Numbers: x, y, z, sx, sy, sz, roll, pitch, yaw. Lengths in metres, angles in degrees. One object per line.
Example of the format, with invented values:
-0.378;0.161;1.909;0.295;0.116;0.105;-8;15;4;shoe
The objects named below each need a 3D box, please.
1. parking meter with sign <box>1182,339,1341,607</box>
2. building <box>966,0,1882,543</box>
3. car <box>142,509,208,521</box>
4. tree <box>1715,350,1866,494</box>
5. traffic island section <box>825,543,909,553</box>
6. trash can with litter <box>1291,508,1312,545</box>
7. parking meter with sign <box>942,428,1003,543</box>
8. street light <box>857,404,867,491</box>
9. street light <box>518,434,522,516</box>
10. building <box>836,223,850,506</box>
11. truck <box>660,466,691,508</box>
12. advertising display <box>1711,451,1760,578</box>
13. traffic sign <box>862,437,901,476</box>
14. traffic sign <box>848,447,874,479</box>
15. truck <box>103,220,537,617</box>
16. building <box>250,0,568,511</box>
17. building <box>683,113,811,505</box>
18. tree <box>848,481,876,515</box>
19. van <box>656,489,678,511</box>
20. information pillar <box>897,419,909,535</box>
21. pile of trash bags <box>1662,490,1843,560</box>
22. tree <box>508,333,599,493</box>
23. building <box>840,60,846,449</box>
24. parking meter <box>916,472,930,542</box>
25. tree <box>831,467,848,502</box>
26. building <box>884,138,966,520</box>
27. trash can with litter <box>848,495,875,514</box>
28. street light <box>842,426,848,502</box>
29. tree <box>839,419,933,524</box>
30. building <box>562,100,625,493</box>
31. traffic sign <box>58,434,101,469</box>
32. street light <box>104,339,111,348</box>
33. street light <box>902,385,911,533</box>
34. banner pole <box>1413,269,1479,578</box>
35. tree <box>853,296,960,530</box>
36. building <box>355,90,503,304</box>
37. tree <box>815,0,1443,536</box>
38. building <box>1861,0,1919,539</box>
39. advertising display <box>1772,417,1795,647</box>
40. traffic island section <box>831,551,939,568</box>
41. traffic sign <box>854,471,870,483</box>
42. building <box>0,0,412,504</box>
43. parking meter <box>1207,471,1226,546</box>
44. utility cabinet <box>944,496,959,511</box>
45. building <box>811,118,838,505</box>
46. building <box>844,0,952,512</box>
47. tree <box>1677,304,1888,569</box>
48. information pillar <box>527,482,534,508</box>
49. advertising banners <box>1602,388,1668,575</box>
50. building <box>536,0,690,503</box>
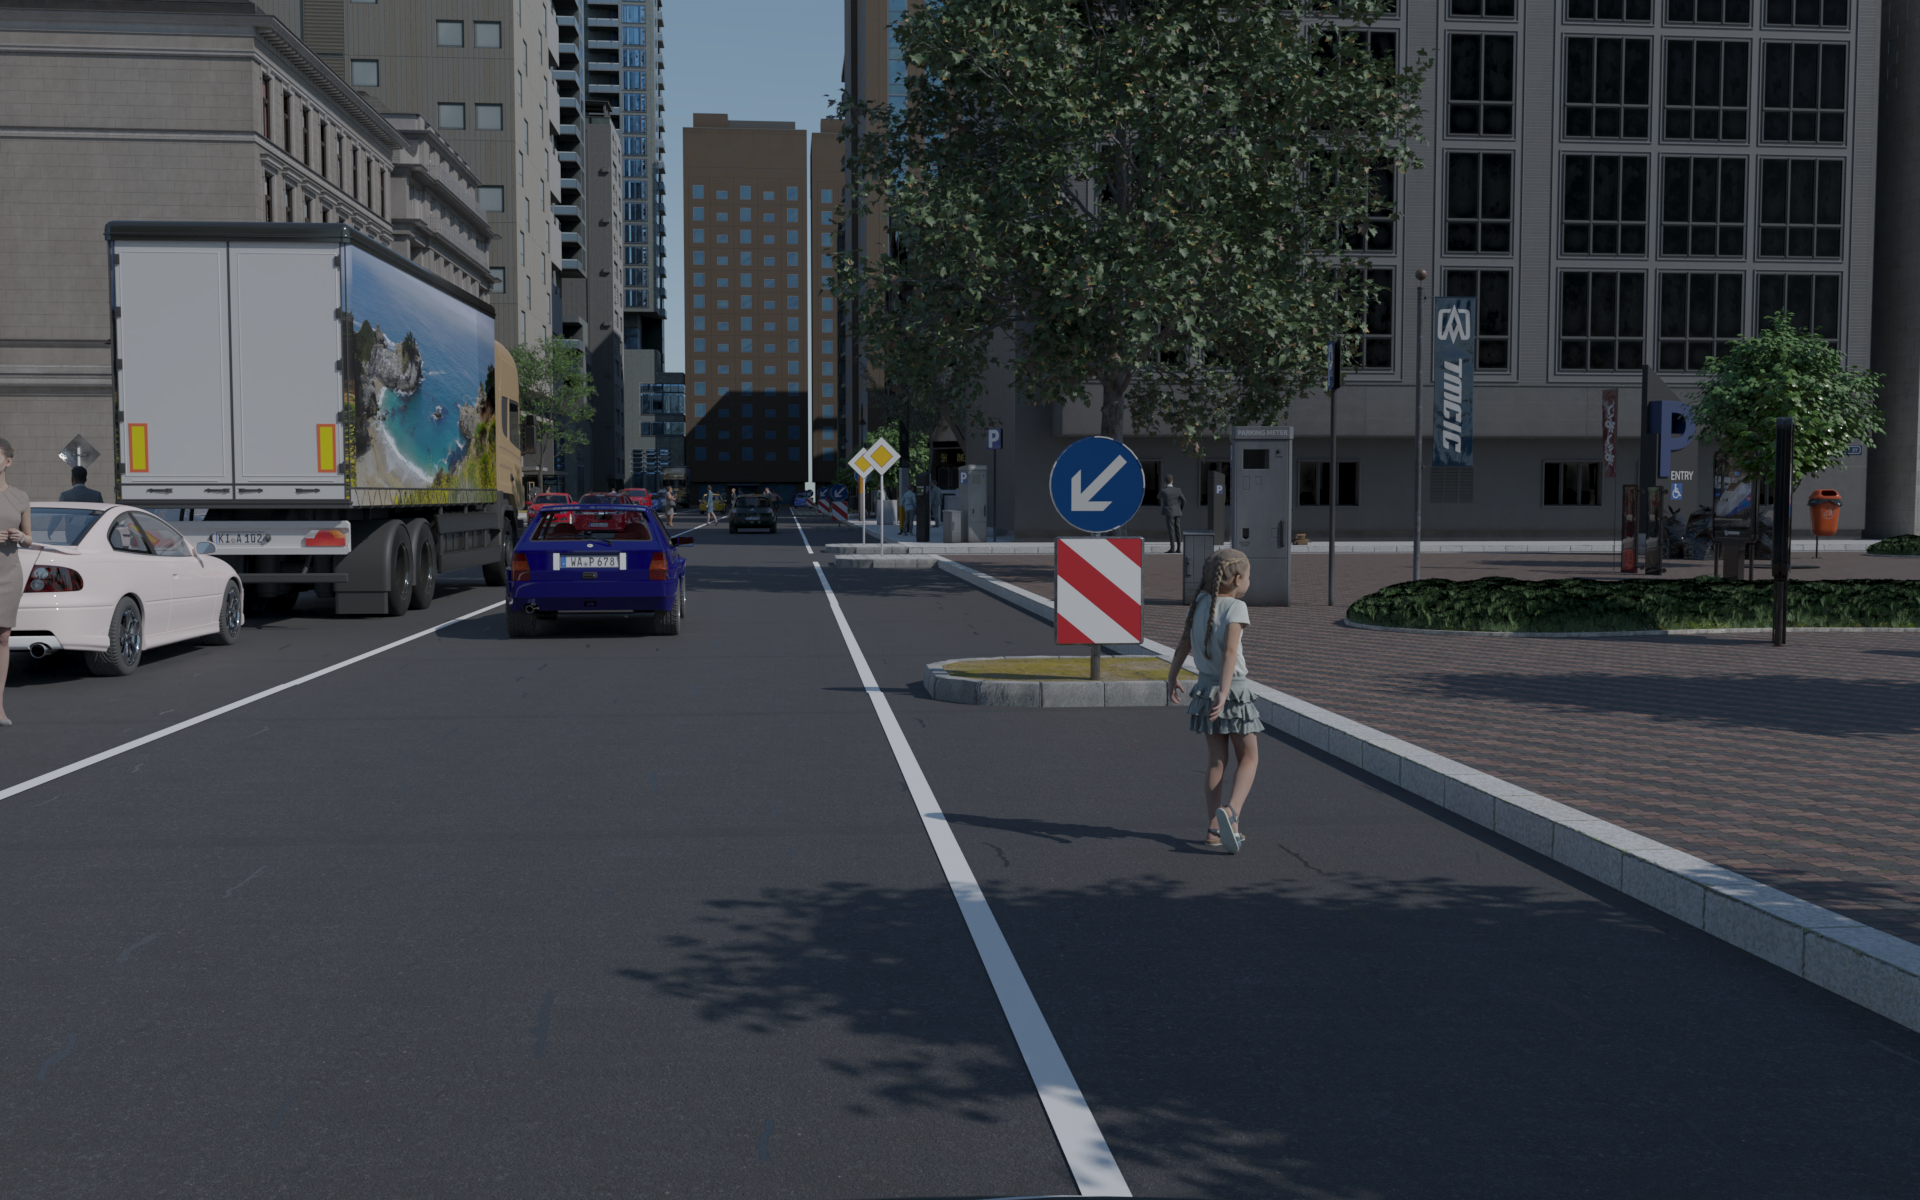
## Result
3.430;-1.442;19.837;1.738;3.016;0.543;0;4;5;parking meter with sign
12.716;-15.775;51.432;24.014;27.812;14.314;0;4;-6;building
-13.204;-1.060;29.691;2.083;1.381;4.827;0;4;-4;car
11.034;-1.764;23.436;1.663;3.219;1.824;0;3;0;tree
-2.353;-1.279;43.195;2.009;0.180;2.903;0;4;-6;traffic island section
8.250;-1.964;43.501;1.055;1.170;0.624;-1;4;-17;trash can with litter
0.315;-3.015;45.552;1.738;3.016;0.543;-3;5;-42;parking meter with sign
-4.948;-7.018;87.536;0.468;5.910;1.993;0;4;-6;street light
-26.100;-7.900;101.946;0.468;5.910;1.993;0;4;-6;street light
-6.280;-25.375;186.581;14.160;30.474;14.107;0;4;-6;building
-28.731;-11.412;175.495;2.839;4.237;11.283;0;4;-7;truck
11.381;-1.237;25.432;0.123;1.923;0.974;-1;4;-10;advertising display
-1.569;-2.017;35.165;0.795;2.593;0.064;0;4;-6;traffic sign
-2.376;-2.503;43.110;0.795;2.593;0.064;0;4;-6;traffic sign
-7.936;-2.112;23.439;2.839;4.237;11.283;0;4;-4;truck
-44.395;-32.913;127.372;28.713;52.752;27.495;0;4;-6;building
-25.445;-34.086;207.412;14.200;45.320;14.600;0;4;-6;building
-5.522;-6.737;104.754;1.663;3.219;1.824;0;3;0;tree
-24.802;-8.502;146.026;2.013;2.044;4.112;0;4;-7;van
-1.772;-3.871;54.643;0.183;3.616;0.504;2;4;28;information pillar
15.676;-1.501;34.287;3.447;1.369;1.912;0;4;1;pile of trash bags
-26.903;-11.343;111.214;9.928;11.665;9.643;0;3;0;tree
-0.109;-31.229;165.212;22.147;44.769;28.867;0;4;-6;building
-0.993;-2.480;46.259;0.255;1.863;0.399;1;4;23;parking meter
-8.300;-7.875;123.359;1.663;3.219;1.824;0;3;0;tree
4.770;-13.446;87.298;16.820;18.784;16.811;0;4;-6;building
-6.603;-6.220;112.755;2.233;1.210;1.678;0;4;5;trash can with litter
-7.819;-8.864;117.707;0.468;5.910;1.993;0;4;-6;street light
-2.793;-5.586;75.040;4.285;4.588;4.351;0;3;0;tree
-42.737;-30.478;181.913;14.086;41.232;14.154;0;4;-6;building
-17.086;-1.922;33.616;0.795;2.593;0.064;0;4;-6;traffic sign
-19.941;-4.205;41.540;0.468;5.910;1.993;0;4;-6;street light
-1.723;-5.182;57.521;0.468;5.910;1.993;0;4;-6;street light
5.352;-1.795;19.366;0.863;3.779;0.401;0;4;-5;banner pole
-1.351;-6.841;62.208;4.360;8.622;3.978;0;3;0;tree
-33.141;-15.358;92.910;13.314;21.916;24.055;0;4;-6;building
2.402;-6.709;26.699;9.611;12.733;9.660;0;3;0;tree
34.002;-12.118;52.873;16.860;20.320;10.420;0;4;-6;building
7.075;-0.592;14.894;0.123;1.923;0.974;2;4;27;advertising display
-1.547;-0.793;35.250;2.009;0.180;2.903;0;4;-6;traffic island section
-4.616;-5.016;82.112;0.768;2.556;0.104;0;4;4;traffic sign
-28.870;-12.843;60.885;10.553;20.767;40.483;0;4;-6;building
6.391;-2.291;43.162;0.399;1.863;0.255;-2;4;-30;parking meter
-0.095;-3.486;68.164;1.020;1.237;0.306;0;4;5;utility cabinet
-10.887;-34.268;210.390;14.200;45.320;14.600;0;4;-6;building
-2.294;-30.123;142.618;14.600;45.320;14.200;0;4;-6;building
14.204;-2.847;30.257;4.285;4.588;4.351;0;3;0;tree
-26.348;-6.230;106.360;0.304;2.012;0.304;-3;4;-36;information pillar
10.930;-1.956;28.165;0.090;3.025;2.074;0;4;-7;advertising banners
-48.687;-54.783;208.381;31.000;86.520;22.319;0;4;-6;building
